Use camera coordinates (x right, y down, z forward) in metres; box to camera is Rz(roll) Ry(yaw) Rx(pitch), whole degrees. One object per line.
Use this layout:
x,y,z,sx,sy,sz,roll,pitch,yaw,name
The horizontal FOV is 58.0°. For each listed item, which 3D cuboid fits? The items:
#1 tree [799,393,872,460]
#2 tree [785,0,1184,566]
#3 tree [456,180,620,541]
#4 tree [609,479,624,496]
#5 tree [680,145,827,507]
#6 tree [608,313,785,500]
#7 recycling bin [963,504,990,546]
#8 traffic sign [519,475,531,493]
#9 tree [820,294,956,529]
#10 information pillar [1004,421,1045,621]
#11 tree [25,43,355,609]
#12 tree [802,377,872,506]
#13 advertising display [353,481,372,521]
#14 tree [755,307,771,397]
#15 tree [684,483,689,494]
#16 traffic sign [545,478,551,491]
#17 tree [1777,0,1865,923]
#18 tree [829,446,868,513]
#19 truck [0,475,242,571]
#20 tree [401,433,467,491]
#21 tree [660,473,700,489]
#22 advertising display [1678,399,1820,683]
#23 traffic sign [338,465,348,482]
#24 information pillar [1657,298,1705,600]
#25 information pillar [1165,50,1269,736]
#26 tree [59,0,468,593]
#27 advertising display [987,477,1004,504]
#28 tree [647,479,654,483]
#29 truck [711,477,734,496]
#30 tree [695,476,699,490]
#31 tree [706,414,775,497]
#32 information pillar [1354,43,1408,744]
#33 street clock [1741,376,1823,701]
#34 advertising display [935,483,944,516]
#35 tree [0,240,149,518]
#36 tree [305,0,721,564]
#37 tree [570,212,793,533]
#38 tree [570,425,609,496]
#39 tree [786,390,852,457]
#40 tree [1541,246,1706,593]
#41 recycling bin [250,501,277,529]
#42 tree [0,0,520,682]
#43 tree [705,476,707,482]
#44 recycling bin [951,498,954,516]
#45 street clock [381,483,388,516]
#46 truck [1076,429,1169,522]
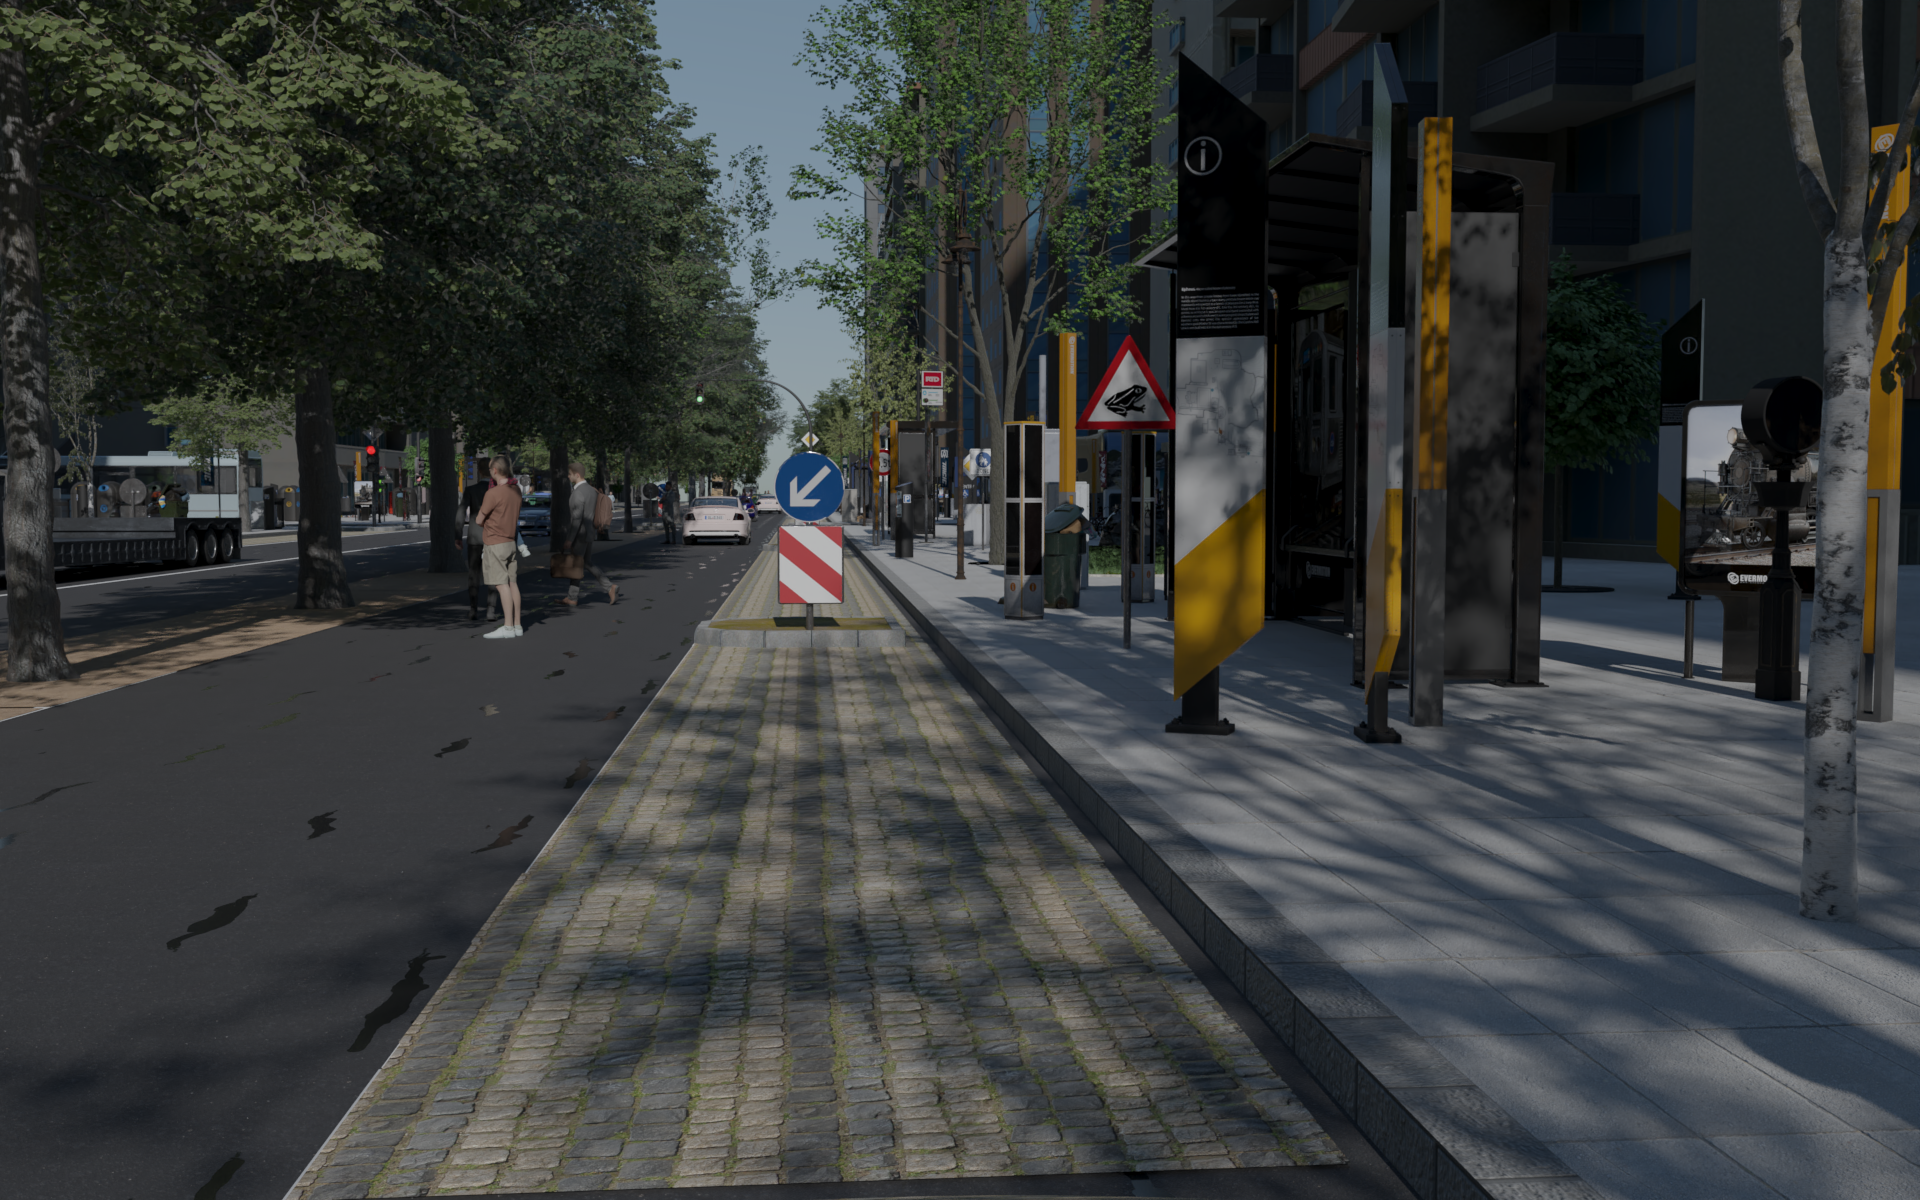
-11.361,-13.705,158.487,7.601,10.594,8.767,0,4,6,tree
0.733,-6.453,31.260,9.928,11.665,9.643,0,3,0,tree
-10.967,-7.593,52.354,9.928,11.665,9.643,0,3,0,tree
-35.926,-11.476,182.230,1.663,3.219,1.824,0,3,0,tree
-13.228,-14.330,92.647,12.611,20.169,13.585,0,3,0,tree
-15.510,-11.281,103.906,9.611,12.733,9.660,0,3,0,tree
0.356,-1.882,43.323,0.722,1.027,0.722,1,4,10,recycling bin
-29.369,-7.147,116.957,0.768,2.556,0.104,0,4,-4,traffic sign
-2.593,-6.936,63.758,4.737,8.622,4.395,0,3,0,tree
0.655,-0.806,17.669,0.304,2.012,0.304,-3,4,-36,information pillar
-7.939,-6.854,21.179,9.857,13.997,8.962,0,3,0,tree
-11.437,-15.317,168.566,7.486,12.596,7.792,0,3,0,tree
-28.523,-4.756,82.969,0.974,1.923,0.123,-2,4,-25,advertising display
-13.240,-10.452,79.998,9.857,13.997,8.962,0,3,0,tree
-44.569,-17.623,282.730,1.663,3.219,1.824,0,3,0,tree
-32.403,-8.355,136.713,0.768,2.556,0.104,0,4,3,traffic sign
2.857,-3.336,4.907,4.360,8.622,3.978,0,3,0,tree
-7.612,-8.322,119.777,4.285,4.588,4.351,0,3,0,tree
-15.489,-2.276,26.977,2.967,4.110,18.799,0,4,-5,truck
-26.839,-6.382,88.059,4.285,4.588,4.351,0,3,0,tree
-43.710,-21.126,263.542,7.486,12.596,7.792,0,3,0,tree
5.387,-0.398,11.726,0.974,1.923,0.123,3,5,41,advertising display
-28.188,-4.804,78.556,0.884,2.594,0.081,0,4,0,traffic sign
8.740,-1.813,20.991,0.504,3.616,0.183,3,5,42,information pillar
1.371,-1.091,9.193,0.504,3.616,0.183,1,4,21,information pillar
-9.318,-7.457,31.033,9.857,13.997,8.962,0,3,0,tree
1.536,-3.790,67.180,0.974,1.923,0.123,0,4,-3,advertising display
-38.164,-13.329,212.522,1.663,3.219,1.824,0,3,0,tree
-27.562,-12.985,201.224,2.839,4.237,11.283,0,4,-6,truck
-46.266,-21.578,303.162,4.737,8.622,4.395,0,3,0,tree
-18.688,-12.308,138.099,8.767,10.594,7.601,0,4,-5,tree
2.182,-1.072,8.879,0.183,3.616,0.504,0,4,2,information pillar
5.106,-0.378,10.757,0.471,2.002,0.358,-1,4,-12,street clock
-1.422,-5.993,103.201,0.974,1.923,0.123,-2,4,-30,advertising display
-24.646,-5.995,48.377,4.360,8.622,3.978,0,3,0,tree
-9.753,-8.136,42.135,9.857,13.997,8.962,0,3,0,tree
-12.217,-9.202,63.277,12.009,13.543,11.850,0,3,0,tree
-33.670,-15.188,165.338,9.611,12.733,9.660,0,3,0,tree
-16.826,-18.797,213.992,9.857,13.997,8.962,0,3,0,tree
7.963,-2.410,23.120,4.285,4.588,4.351,0,3,0,tree
-25.708,-3.143,63.942,0.722,1.027,0.722,0,4,1,recycling bin
-6.945,-5.623,12.521,7.486,12.596,7.792,0,3,0,tree
-45.667,-22.995,294.090,7.486,12.596,7.792,0,3,0,tree
-0.301,-5.554,103.355,0.722,1.027,0.722,-2,4,-25,recycling bin
-34.433,-6.049,103.474,0.358,2.002,0.471,2,4,33,street clock
8.330,-5.211,74.117,11.283,4.237,2.839,0,4,-5,truck
